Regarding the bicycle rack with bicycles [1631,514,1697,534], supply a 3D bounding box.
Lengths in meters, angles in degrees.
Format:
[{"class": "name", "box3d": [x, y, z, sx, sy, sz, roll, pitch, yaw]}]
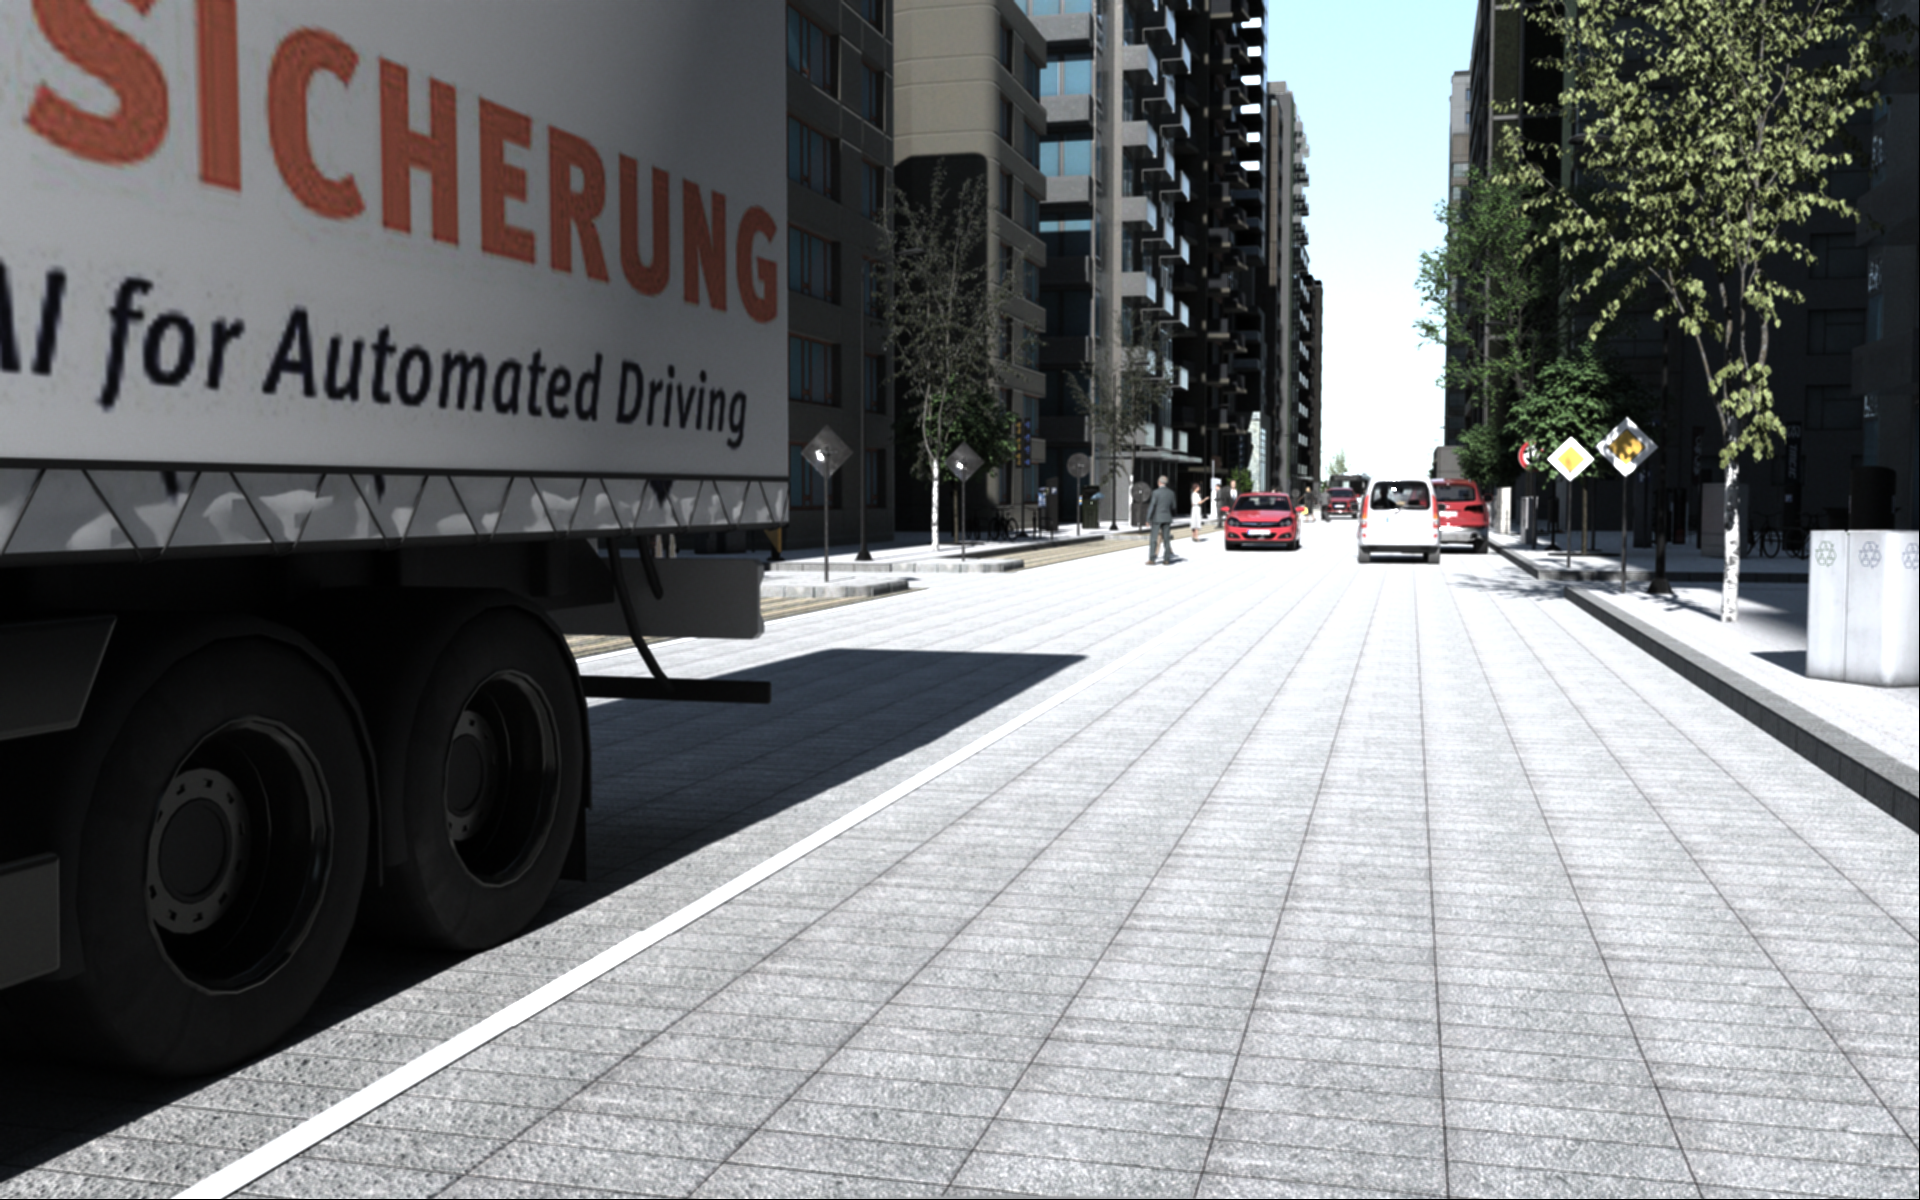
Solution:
[{"class": "bicycle rack with bicycles", "box3d": [22.733, -2.527, 54.696, 2.925, 0.926, 2.852, 0, 4, 6]}]

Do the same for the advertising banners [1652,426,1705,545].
[{"class": "advertising banners", "box3d": [18.400, -2.942, 44.288, 2.074, 3.025, 0.090, -2, 4, -33]}]

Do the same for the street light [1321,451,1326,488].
[{"class": "street light", "box3d": [38.920, -13.195, 188.277, 1.470, 5.913, 1.316, 1, 4, 15]}]

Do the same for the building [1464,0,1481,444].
[{"class": "building", "box3d": [58.433, -32.833, 160.528, 21.300, 48.544, 21.600, 1, 4, 15]}]

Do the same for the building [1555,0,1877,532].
[{"class": "building", "box3d": [29.653, -23.269, 64.040, 14.154, 41.232, 14.086, 1, 4, 15]}]

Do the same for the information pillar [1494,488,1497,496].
[{"class": "information pillar", "box3d": [22.967, -5.084, 74.474, 0.183, 3.616, 0.504, 3, 5, 40]}]

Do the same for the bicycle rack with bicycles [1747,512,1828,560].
[{"class": "bicycle rack with bicycles", "box3d": [17.207, -1.293, 34.524, 2.852, 0.926, 2.925, 0, 4, 1]}]

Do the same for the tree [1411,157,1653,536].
[{"class": "tree", "box3d": [17.706, -7.839, 53.928, 9.928, 11.665, 9.643, 0, 3, 0]}]

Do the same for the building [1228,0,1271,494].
[{"class": "building", "box3d": [16.502, -51.253, 150.658, 22.319, 86.520, 31.000, 1, 4, 15]}]

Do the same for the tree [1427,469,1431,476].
[{"class": "tree", "box3d": [21.861, -5.360, 71.355, 4.285, 4.588, 4.351, 0, 3, 0]}]

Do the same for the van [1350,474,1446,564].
[{"class": "van", "box3d": [9.353, -1.832, 36.967, 2.013, 2.044, 4.112, 1, 4, 13]}]

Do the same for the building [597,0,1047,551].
[{"class": "building", "box3d": [-13.698, -12.905, 56.040, 27.650, 21.520, 28.899, 1, 4, 15]}]

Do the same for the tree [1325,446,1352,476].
[{"class": "tree", "box3d": [56.530, -18.858, 258.693, 4.737, 8.622, 4.395, 0, 3, 0]}]

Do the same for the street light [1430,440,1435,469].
[{"class": "street light", "box3d": [40.939, -10.687, 147.276, 1.470, 5.913, 1.316, 1, 4, 15]}]

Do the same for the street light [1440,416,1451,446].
[{"class": "street light", "box3d": [29.433, -7.971, 102.865, 1.470, 5.913, 1.316, 1, 4, 15]}]

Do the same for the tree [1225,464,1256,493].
[{"class": "tree", "box3d": [18.962, -7.392, 115.462, 1.663, 3.219, 1.824, 0, 3, 0]}]

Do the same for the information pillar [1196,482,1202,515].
[{"class": "information pillar", "box3d": [14.390, -6.120, 104.558, 0.304, 2.012, 0.304, 3, 5, 40]}]

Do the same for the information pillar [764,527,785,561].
[{"class": "information pillar", "box3d": [-3.595, -2.561, 33.220, 0.183, 3.616, 0.504, -3, 5, -42]}]

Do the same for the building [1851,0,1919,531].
[{"class": "building", "box3d": [35.661, -25.432, 35.422, 30.456, 49.044, 23.786, 1, 4, 15]}]

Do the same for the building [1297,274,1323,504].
[{"class": "building", "box3d": [39.808, -27.806, 226.328, 14.160, 30.474, 14.107, 1, 4, 15]}]

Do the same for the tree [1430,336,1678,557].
[{"class": "tree", "box3d": [13.026, -3.210, 36.203, 4.285, 4.588, 4.351, 0, 3, 0]}]

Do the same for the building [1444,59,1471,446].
[{"class": "building", "box3d": [78.249, -42.675, 239.729, 21.231, 58.520, 28.212, 1, 4, 15]}]

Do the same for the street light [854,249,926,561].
[{"class": "street light", "box3d": [-1.328, -3.702, 33.065, 1.470, 5.913, 1.316, 1, 4, 15]}]

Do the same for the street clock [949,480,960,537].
[{"class": "street clock", "box3d": [-0.153, -2.894, 51.890, 0.358, 2.002, 0.471, 0, 4, -6]}]

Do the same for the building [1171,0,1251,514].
[{"class": "building", "box3d": [8.681, -28.652, 123.090, 22.147, 44.769, 28.867, 1, 4, 15]}]

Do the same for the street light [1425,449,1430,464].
[{"class": "street light", "box3d": [48.358, -12.451, 176.119, 1.470, 5.913, 1.316, 1, 4, 15]}]

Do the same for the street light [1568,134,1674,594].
[{"class": "street light", "box3d": [8.536, -3.048, 22.380, 1.470, 5.913, 1.316, 1, 4, 15]}]

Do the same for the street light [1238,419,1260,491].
[{"class": "street light", "box3d": [17.842, -8.236, 107.192, 1.470, 5.913, 1.316, 1, 4, 15]}]

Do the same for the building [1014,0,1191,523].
[{"class": "building", "box3d": [-0.058, -28.802, 90.520, 23.786, 49.044, 30.456, 1, 4, 15]}]

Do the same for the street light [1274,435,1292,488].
[{"class": "street light", "box3d": [25.142, -9.948, 135.196, 1.470, 5.913, 1.316, 1, 4, 15]}]

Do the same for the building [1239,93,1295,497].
[{"class": "building", "box3d": [25.685, -29.954, 173.345, 14.154, 41.232, 14.086, 1, 4, 15]}]

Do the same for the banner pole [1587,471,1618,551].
[{"class": "banner pole", "box3d": [14.481, -2.995, 38.992, 0.863, 3.779, 0.401, -1, 4, -19]}]

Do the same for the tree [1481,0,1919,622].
[{"class": "tree", "box3d": [7.493, -4.083, 17.112, 4.737, 8.622, 4.395, 0, 3, 0]}]

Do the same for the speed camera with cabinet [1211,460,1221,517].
[{"class": "speed camera with cabinet", "box3d": [14.778, -6.451, 99.817, 0.660, 3.252, 2.038, 1, 4, 8]}]

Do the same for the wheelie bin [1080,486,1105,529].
[{"class": "wheelie bin", "box3d": [4.854, -3.432, 64.022, 0.980, 1.594, 0.693, 0, 4, 7]}]

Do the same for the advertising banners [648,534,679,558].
[{"class": "advertising banners", "box3d": [-4.044, -1.648, 23.129, 0.090, 3.025, 2.074, 0, 4, 4]}]

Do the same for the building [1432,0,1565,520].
[{"class": "building", "box3d": [35.243, -39.729, 87.816, 20.563, 71.187, 20.611, 1, 4, 15]}]

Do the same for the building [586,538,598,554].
[{"class": "building", "box3d": [-14.714, -10.210, 21.688, 16.860, 20.320, 10.420, 1, 4, 15]}]

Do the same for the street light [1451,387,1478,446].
[{"class": "street light", "box3d": [22.081, -6.258, 74.863, 1.470, 5.913, 1.316, 1, 4, 15]}]

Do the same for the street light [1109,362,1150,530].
[{"class": "street light", "box3d": [5.967, -5.410, 60.987, 1.470, 5.913, 1.316, 1, 4, 15]}]

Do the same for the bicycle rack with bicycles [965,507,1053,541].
[{"class": "bicycle rack with bicycles", "box3d": [1.438, -2.144, 48.444, 2.852, 0.926, 2.925, 0, 4, -7]}]

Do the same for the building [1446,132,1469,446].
[{"class": "building", "box3d": [62.803, -31.404, 197.046, 14.154, 41.232, 14.086, 1, 4, 15]}]

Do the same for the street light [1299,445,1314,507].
[{"class": "street light", "box3d": [32.547, -11.654, 163.089, 1.470, 5.913, 1.316, 1, 4, 15]}]

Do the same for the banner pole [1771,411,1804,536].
[{"class": "banner pole", "box3d": [25.061, -3.821, 52.488, 0.863, 3.779, 0.401, 1, 4, 9]}]

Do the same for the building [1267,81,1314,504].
[{"class": "building", "box3d": [29.630, -35.829, 205.420, 23.786, 49.044, 30.456, 1, 4, 15]}]

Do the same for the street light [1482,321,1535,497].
[{"class": "street light", "box3d": [14.808, -4.529, 46.587, 1.470, 5.913, 1.316, 1, 4, 15]}]

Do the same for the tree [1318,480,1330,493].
[{"class": "tree", "box3d": [48.443, -14.307, 228.523, 1.663, 3.219, 1.824, 0, 3, 0]}]

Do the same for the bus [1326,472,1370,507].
[{"class": "bus", "box3d": [32.081, -9.020, 142.334, 2.948, 3.499, 13.247, 1, 4, 16]}]

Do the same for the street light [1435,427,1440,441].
[{"class": "street light", "box3d": [33.684, -8.979, 119.344, 1.470, 5.913, 1.316, 1, 4, 15]}]

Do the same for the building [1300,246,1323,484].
[{"class": "building", "box3d": [36.447, -33.924, 246.544, 32.217, 40.220, 23.993, 1, 4, 15]}]

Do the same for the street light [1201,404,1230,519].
[{"class": "street light", "box3d": [13.240, -7.160, 89.607, 1.470, 5.913, 1.316, 1, 4, 15]}]

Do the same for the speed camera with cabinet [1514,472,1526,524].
[{"class": "speed camera with cabinet", "box3d": [24.069, -4.876, 74.059, 0.660, 3.252, 2.038, 1, 4, 20]}]
